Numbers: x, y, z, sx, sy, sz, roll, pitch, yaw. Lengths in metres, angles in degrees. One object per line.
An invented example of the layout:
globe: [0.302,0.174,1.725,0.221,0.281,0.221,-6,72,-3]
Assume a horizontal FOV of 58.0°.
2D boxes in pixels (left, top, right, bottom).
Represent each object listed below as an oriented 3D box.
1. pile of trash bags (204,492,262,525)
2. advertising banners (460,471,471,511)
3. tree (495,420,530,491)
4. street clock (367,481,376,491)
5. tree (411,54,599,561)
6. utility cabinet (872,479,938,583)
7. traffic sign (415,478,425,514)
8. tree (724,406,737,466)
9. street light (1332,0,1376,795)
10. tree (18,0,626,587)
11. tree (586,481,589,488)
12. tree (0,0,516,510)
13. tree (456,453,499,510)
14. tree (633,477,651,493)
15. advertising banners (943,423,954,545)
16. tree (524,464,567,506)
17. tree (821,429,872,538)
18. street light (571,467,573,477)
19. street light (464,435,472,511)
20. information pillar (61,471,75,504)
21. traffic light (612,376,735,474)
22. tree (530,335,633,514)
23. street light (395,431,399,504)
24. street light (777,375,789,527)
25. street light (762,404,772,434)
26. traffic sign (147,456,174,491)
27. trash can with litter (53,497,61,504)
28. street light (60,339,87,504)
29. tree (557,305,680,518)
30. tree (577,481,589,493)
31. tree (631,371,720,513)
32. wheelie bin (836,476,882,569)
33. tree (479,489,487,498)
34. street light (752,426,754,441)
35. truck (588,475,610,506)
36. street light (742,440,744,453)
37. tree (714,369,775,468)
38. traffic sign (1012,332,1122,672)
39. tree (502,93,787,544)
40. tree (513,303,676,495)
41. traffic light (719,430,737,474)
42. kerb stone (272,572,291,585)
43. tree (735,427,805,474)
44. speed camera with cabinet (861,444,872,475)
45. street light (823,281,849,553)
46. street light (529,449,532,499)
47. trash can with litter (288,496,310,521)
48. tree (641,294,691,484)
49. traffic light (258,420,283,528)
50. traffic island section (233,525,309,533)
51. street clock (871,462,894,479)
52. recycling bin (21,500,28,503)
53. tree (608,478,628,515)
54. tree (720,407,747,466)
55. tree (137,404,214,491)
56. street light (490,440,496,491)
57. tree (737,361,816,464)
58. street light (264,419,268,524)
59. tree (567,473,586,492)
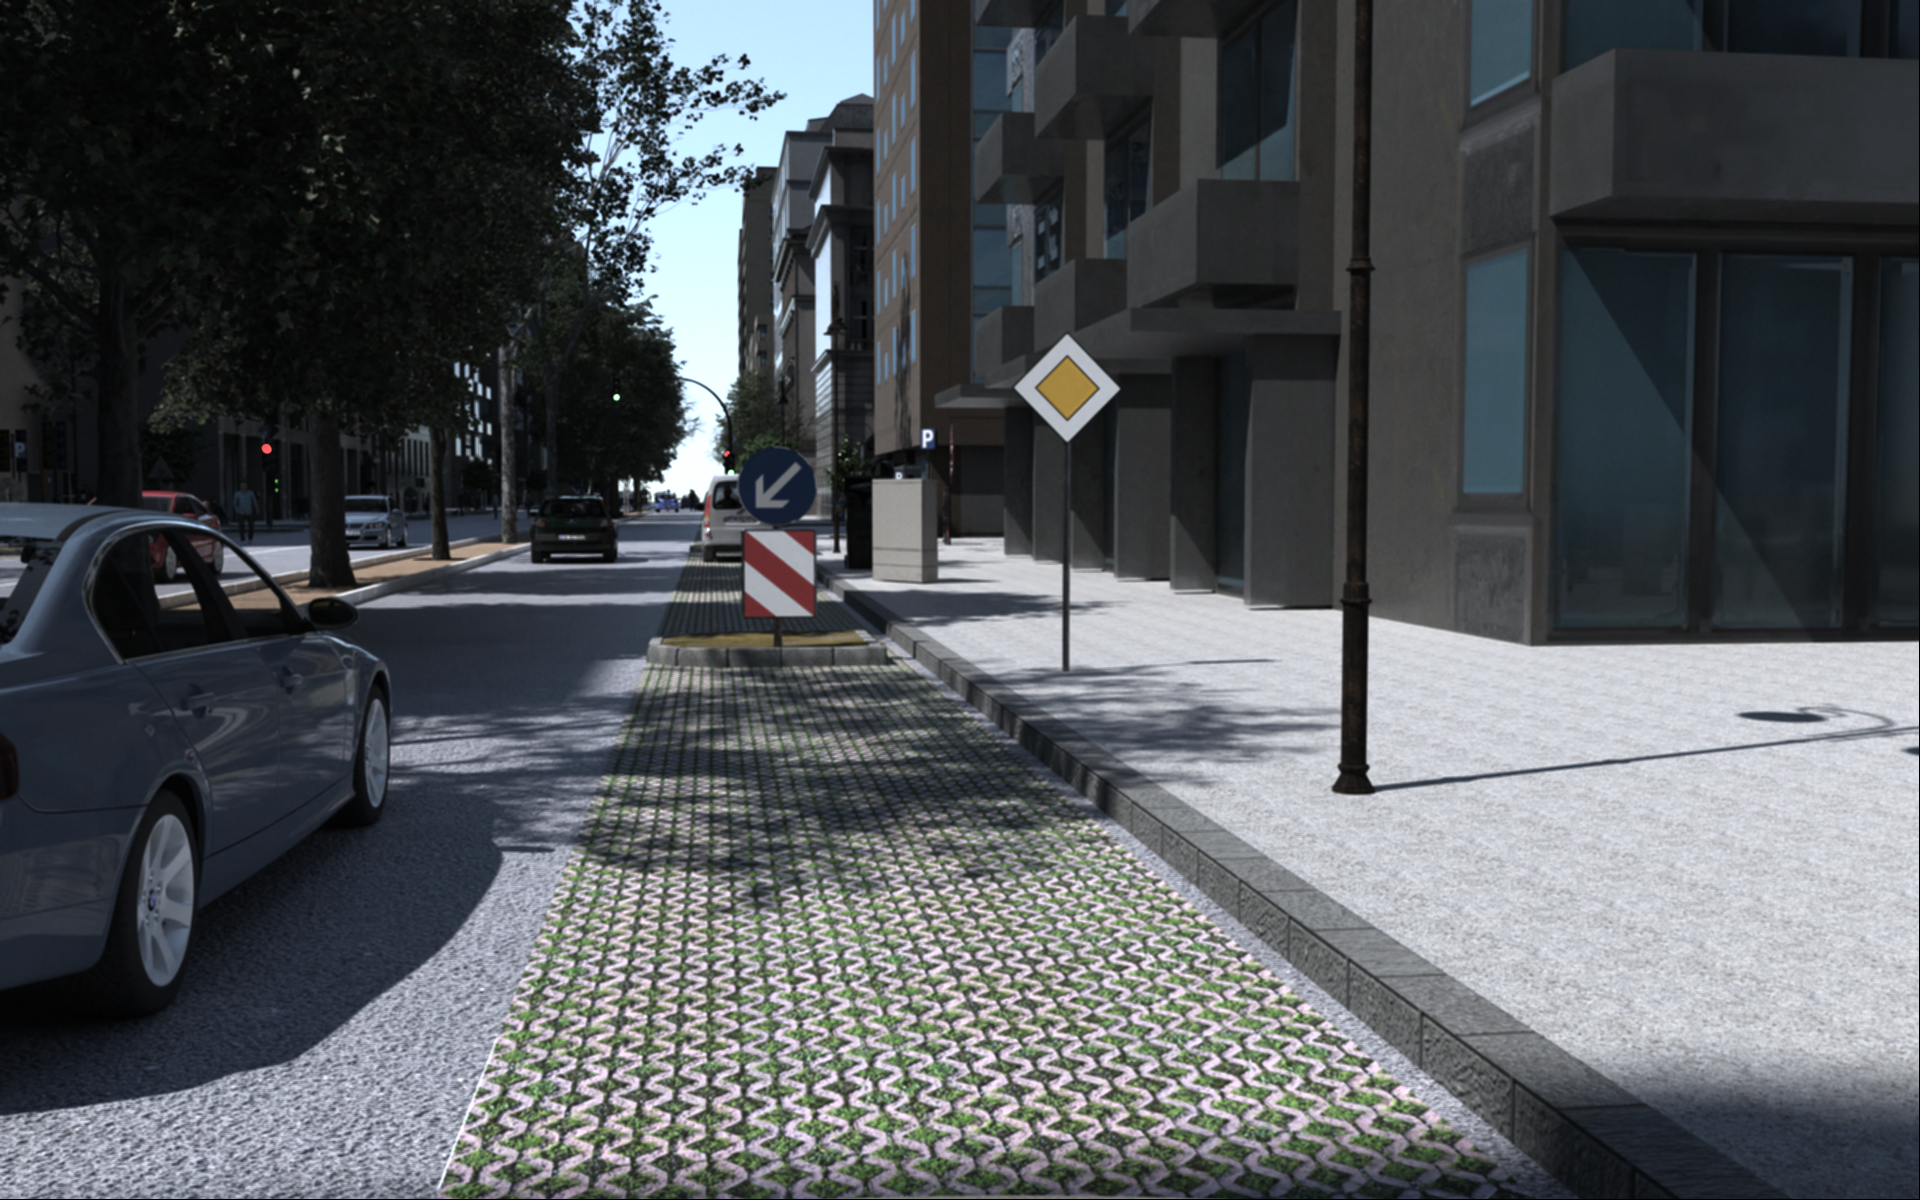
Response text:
pile of trash bags: [-31.321,-3.874,73.091,3.447,1.369,1.912,-2,4,-29]
advertising banners: [-37.386,-8.241,130.935,0.090,3.025,2.074,0,4,4]
tree: [-42.111,-13.110,164.712,4.360,8.622,3.978,0,3,0]
street clock: [-32.297,-5.534,95.056,0.471,2.002,0.358,2,4,28]
tree: [-11.309,-6.658,37.078,9.928,11.665,9.643,0,3,0]
utility cabinet: [-0.798,-1.012,25.220,0.318,1.500,1.173,-3,5,-40]
traffic sign: [-34.415,-6.619,110.349,0.606,2.300,0.079,0,4,0]
tree: [-16.584,-11.356,136.029,4.360,8.622,3.978,0,3,0]
street light: [1.697,-2.110,7.293,0.468,5.910,1.993,-1,4,-8]
tree: [-9.695,-7.167,26.285,9.857,13.997,8.962,0,3,0]
tree: [-56.468,-16.648,255.908,4.285,4.588,4.351,0,3,0]
tree: [-8.107,-5.927,16.378,9.611,12.733,9.660,0,3,0]
tree: [-38.681,-9.491,138.895,4.285,4.588,4.351,0,3,0]
tree: [-23.575,-10.404,122.929,4.360,8.622,3.978,0,3,0]
advertising banners: [-0.294,-2.904,43.676,0.090,3.025,2.074,0,4,-6]
tree: [-46.461,-12.709,191.507,4.285,4.588,4.351,0,3,0]
tree: [-3.405,-3.435,50.756,1.663,3.219,1.824,0,3,0]
street light: [-52.061,-15.869,232.239,0.468,5.910,1.993,-1,4,-8]
street light: [-37.798,-9.815,133.267,0.468,5.910,1.993,-1,4,-8]
information pillar: [-28.984,-3.173,56.373,0.304,2.012,0.304,1,4,13]
traffic light: [-11.051,-5.668,67.332,4.771,5.953,1.251,-1,4,-8]
tree: [-16.994,-7.654,77.962,4.360,8.622,3.978,0,3,0]
street light: [-33.638,-7.984,103.331,0.468,5.910,1.993,-1,4,-8]
street light: [-6.863,-5.782,67.319,0.468,5.910,1.993,-1,4,-8]
street light: [-9.875,-7.098,88.837,0.468,5.910,1.993,-1,4,-8]
traffic sign: [-27.060,-3.587,58.648,0.884,2.594,0.081,0,4,-5]
trash can with litter: [-32.525,-3.108,62.204,0.624,1.170,1.055,0,4,-4]
street light: [-26.040,-4.781,50.960,0.468,5.910,1.993,-1,4,-8]
tree: [-20.391,-11.085,101.823,7.486,12.596,7.792,0,3,0]
tree: [-57.890,-16.658,266.960,1.663,3.219,1.824,0,3,0]
tree: [-24.611,-13.437,132.524,12.009,13.543,11.850,0,3,0]
wheelie bin: [-1.633,-1.339,29.798,0.980,1.594,0.693,0,4,-6]
tree: [-39.953,-9.158,144.331,1.663,3.219,1.824,0,3,0]
street light: [-14.107,-8.909,118.448,0.468,5.910,1.993,-1,4,-8]
truck: [-43.330,-13.475,209.236,2.839,4.237,11.283,-1,4,-10]
street light: [-18.540,-10.738,148.351,0.468,5.910,1.993,-1,4,-8]
tree: [-18.875,-14.606,156.942,7.486,12.596,7.792,0,3,0]
traffic sign: [0.763,-0.689,12.455,0.795,2.450,0.064,0,4,-7]
tree: [-11.554,-11.615,48.246,12.611,20.169,13.585,0,3,0]
tree: [-17.988,-8.992,83.891,8.767,10.594,7.601,-1,4,-8]
traffic light: [-10.126,-5.306,75.673,0.839,4.253,0.868,-1,4,-8]
kerb stone: [-10.744,-0.307,27.212,0.120,0.150,1.000,-1,4,-8]
tree: [-9.190,-6.166,84.526,4.285,4.588,4.351,0,3,0]
speed camera with cabinet: [-3.323,-4.549,68.714,0.660,3.252,2.038,-3,4,-37]
street light: [-2.695,-3.970,37.699,0.468,5.910,1.993,-1,4,-8]
street light: [-44.358,-12.611,178.983,0.468,5.910,1.993,-1,4,-8]
trash can with litter: [-31.572,-4.487,84.420,2.233,1.210,1.678,-1,4,-22]
tree: [-19.068,-11.229,92.703,9.857,13.997,8.962,0,3,0]
traffic light: [-26.029,-4.673,65.320,0.839,4.253,0.868,-1,4,-8]
traffic island section: [-26.070,-2.640,65.449,2.009,0.180,2.903,-1,4,-8]
street clock: [-1.735,-2.109,39.050,0.471,2.002,0.358,1,4,23]
recycling bin: [-39.062,-3.675,72.646,0.722,1.027,0.722,3,5,43]
tree: [-22.956,-10.123,118.331,4.737,8.622,4.395,0,3,0]
tree: [-29.848,-19.875,235.326,12.009,13.543,11.850,0,3,0]
tree: [-28.878,-4.834,62.755,4.285,4.588,4.351,0,3,0]
street light: [-40.167,-10.792,149.242,0.468,5.910,1.993,-1,4,-8]
tree: [-9.983,-8.862,95.250,4.360,8.622,3.978,0,3,0]
street light: [-29.311,-6.139,73.165,0.468,5.910,1.993,-1,4,-8]
tree: [-51.276,-14.643,223.121,4.285,4.588,4.351,0,3,0]
